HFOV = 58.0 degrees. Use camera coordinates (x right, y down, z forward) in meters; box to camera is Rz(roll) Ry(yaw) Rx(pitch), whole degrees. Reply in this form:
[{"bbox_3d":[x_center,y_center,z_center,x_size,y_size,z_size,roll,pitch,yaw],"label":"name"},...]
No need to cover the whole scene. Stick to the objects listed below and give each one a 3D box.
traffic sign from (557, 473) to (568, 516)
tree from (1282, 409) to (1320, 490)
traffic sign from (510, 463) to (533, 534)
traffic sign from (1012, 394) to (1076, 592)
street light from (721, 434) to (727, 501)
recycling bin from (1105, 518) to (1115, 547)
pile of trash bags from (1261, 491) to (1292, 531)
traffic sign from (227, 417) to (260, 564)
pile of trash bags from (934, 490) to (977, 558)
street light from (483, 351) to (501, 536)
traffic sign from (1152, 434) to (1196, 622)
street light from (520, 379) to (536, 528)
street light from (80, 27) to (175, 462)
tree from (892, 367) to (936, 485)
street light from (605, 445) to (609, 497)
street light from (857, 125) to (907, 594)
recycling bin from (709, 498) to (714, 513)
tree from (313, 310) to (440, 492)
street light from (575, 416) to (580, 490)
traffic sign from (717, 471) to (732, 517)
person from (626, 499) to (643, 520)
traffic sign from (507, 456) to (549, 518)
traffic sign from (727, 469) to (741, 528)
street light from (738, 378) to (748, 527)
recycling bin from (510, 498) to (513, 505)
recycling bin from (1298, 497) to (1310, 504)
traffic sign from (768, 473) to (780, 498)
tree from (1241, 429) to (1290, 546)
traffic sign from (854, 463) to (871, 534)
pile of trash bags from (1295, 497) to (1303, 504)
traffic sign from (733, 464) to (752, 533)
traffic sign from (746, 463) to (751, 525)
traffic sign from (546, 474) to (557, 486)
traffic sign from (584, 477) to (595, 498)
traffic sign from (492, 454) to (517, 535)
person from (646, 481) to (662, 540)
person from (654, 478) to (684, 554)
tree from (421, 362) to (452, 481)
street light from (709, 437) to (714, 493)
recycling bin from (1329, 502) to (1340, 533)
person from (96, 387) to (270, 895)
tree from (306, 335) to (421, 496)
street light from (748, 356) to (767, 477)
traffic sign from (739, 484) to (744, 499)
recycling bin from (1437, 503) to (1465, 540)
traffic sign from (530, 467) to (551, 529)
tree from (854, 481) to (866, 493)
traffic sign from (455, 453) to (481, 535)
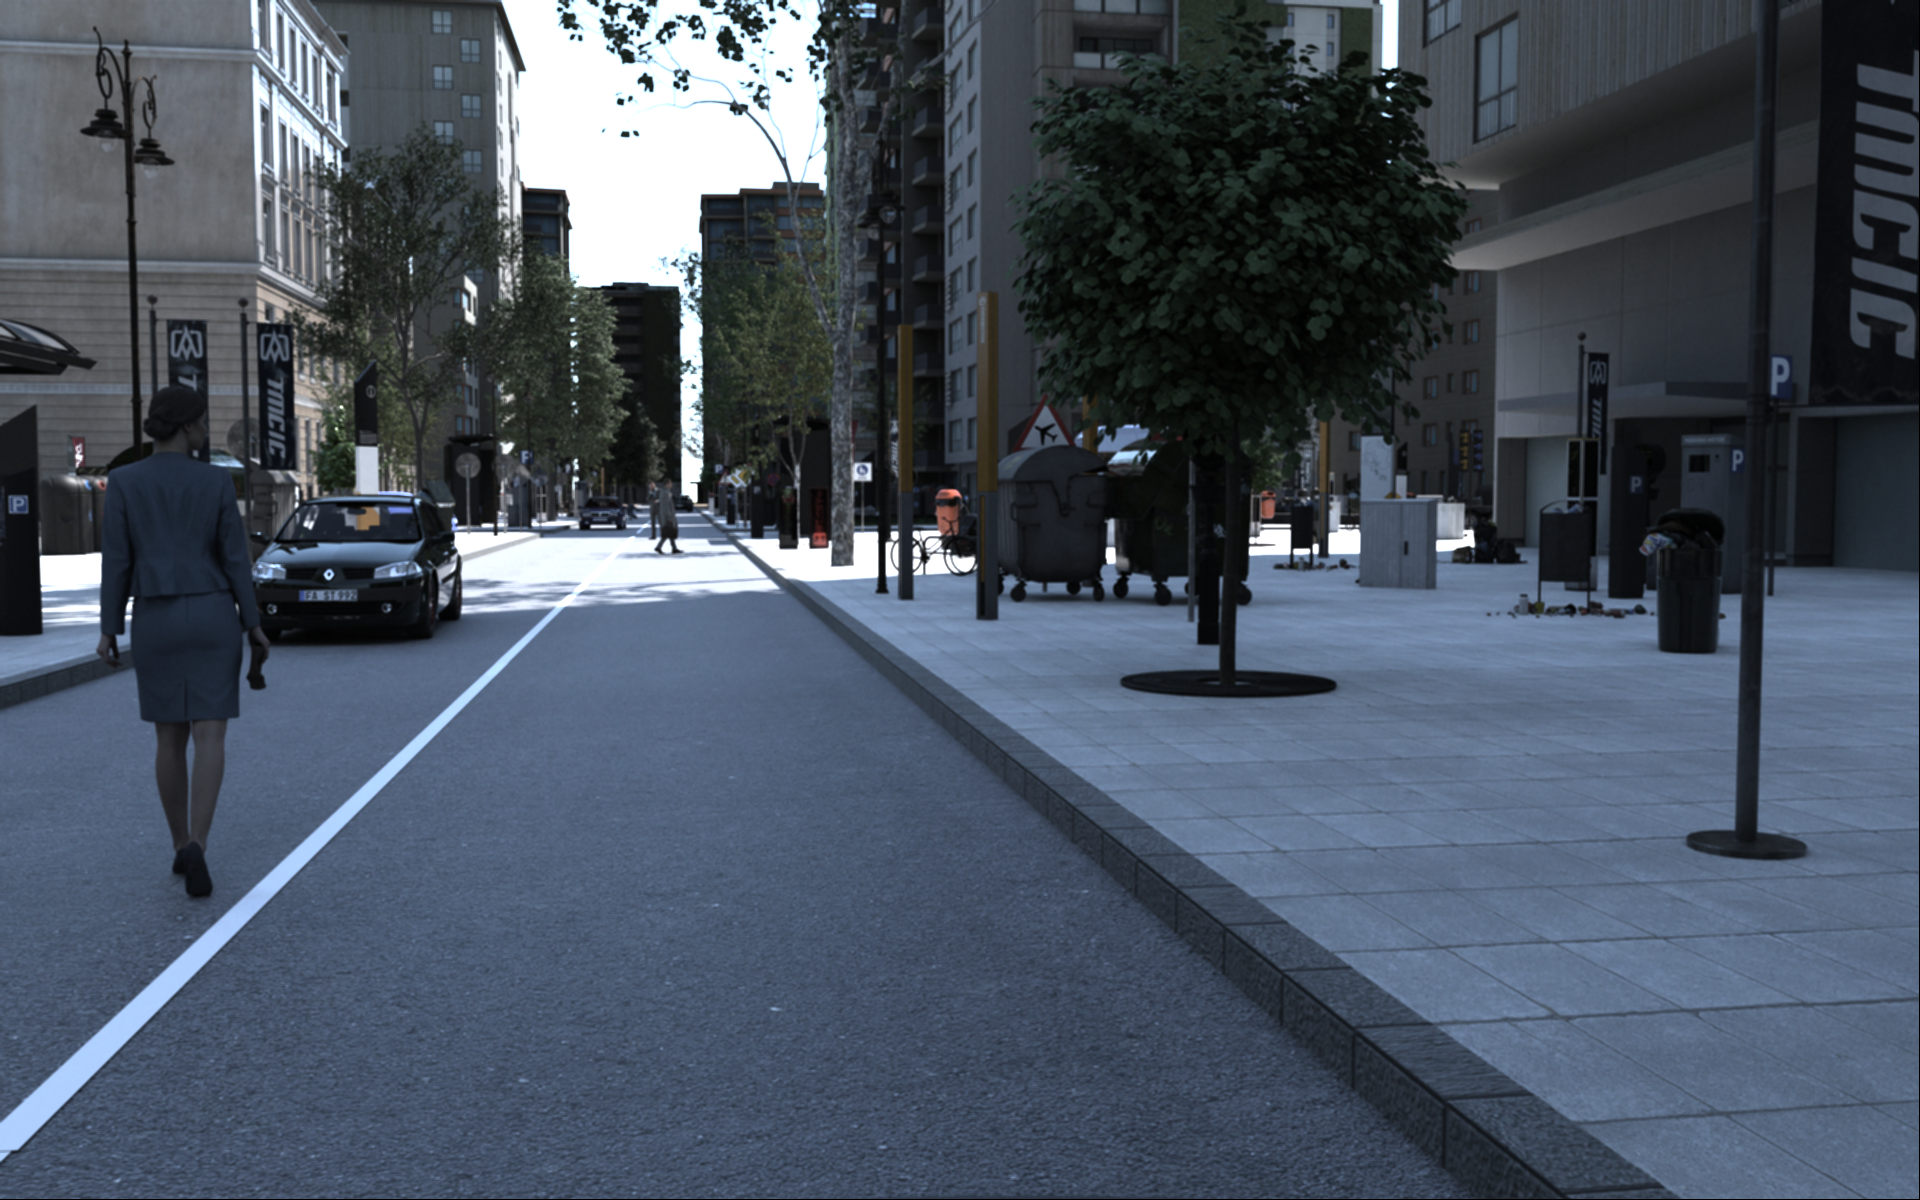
[{"bbox_3d":[-23.657,-6.288,102.920,0.768,2.556,0.104,0,4,-3],"label":"traffic sign"},{"bbox_3d":[17.218,-8.653,91.835,4.360,8.622,3.978,0,3,0],"label":"tree"},{"bbox_3d":[-14.269,-3.218,56.250,0.795,2.450,0.064,-1,4,-9],"label":"traffic sign"},{"bbox_3d":[1.110,-1.382,22.597,0.884,2.594,0.081,0,4,-6],"label":"traffic sign"},{"bbox_3d":[-14.145,-8.002,103.617,0.468,5.910,1.993,-1,4,-9],"label":"street light"},{"bbox_3d":[3.845,-1.804,42.048,0.722,1.027,0.722,-2,4,-35],"label":"recycling bin"},{"bbox_3d":[9.315,-2.998,58.768,3.447,1.369,1.912,-2,4,-30],"label":"pile of trash bags"},{"bbox_3d":[-11.749,-1.752,28.749,0.768,2.556,0.104,-1,4,-8],"label":"traffic sign"},{"bbox_3d":[0.602,-1.619,36.227,1.912,1.369,3.447,2,4,35],"label":"pile of trash bags"},{"bbox_3d":[-14.143,-4.881,52.591,0.468,5.910,1.993,-1,4,-9],"label":"street light"},{"bbox_3d":[2.319,-1.058,17.305,0.884,2.594,0.081,0,4,-3],"label":"traffic sign"},{"bbox_3d":[-16.048,-5.609,64.496,0.468,5.910,1.993,-1,4,-9],"label":"street light"},{"bbox_3d":[-8.471,-2.752,17.779,0.468,5.910,1.993,-1,4,-9],"label":"street light"},{"bbox_3d":[-3.451,-8.537,89.936,4.737,8.622,4.395,0,3,0],"label":"tree"},{"bbox_3d":[-27.403,-9.867,134.117,0.468,5.910,1.993,-1,4,-9],"label":"street light"},{"bbox_3d":[-1.008,-3.025,22.243,0.468,5.910,1.993,-1,4,-9],"label":"street light"},{"bbox_3d":[-16.908,-6.572,120.009,0.722,1.027,0.722,-3,5,-43],"label":"recycling bin"},{"bbox_3d":[-21.843,-6.989,64.634,4.737,8.622,4.395,0,3,0],"label":"tree"},{"bbox_3d":[-21.855,-7.737,99.285,0.468,5.910,1.993,-1,4,-9],"label":"street light"},{"bbox_3d":[-12.899,-5.821,95.182,0.884,2.594,0.081,0,4,-6],"label":"traffic sign"},{"bbox_3d":[-18.280,-5.038,96.366,1.012,1.151,0.738,2,4,34],"label":"person"},{"bbox_3d":[-23.027,-6.023,92.346,2.265,3.308,0.079,0,4,-3],"label":"traffic sign"},{"bbox_3d":[-8.397,-3.769,65.270,0.795,2.450,0.064,-1,4,-9],"label":"traffic sign"},{"bbox_3d":[-8.451,-5.823,67.994,0.468,5.910,1.993,-1,4,-9],"label":"street light"},{"bbox_3d":[-29.345,-6.247,114.699,0.722,1.027,0.722,0,4,-1],"label":"recycling bin"},{"bbox_3d":[25.399,-7.058,127.948,0.722,1.027,0.722,2,4,24],"label":"recycling bin"},{"bbox_3d":[-11.540,-6.556,107.301,0.768,2.556,0.104,0,4,-6],"label":"traffic sign"},{"bbox_3d":[7.462,-2.950,42.830,1.663,3.219,1.824,0,3,0],"label":"tree"},{"bbox_3d":[-3.163,-3.303,56.135,0.606,2.300,0.079,-1,4,-9],"label":"traffic sign"},{"bbox_3d":[13.982,-4.160,77.765,1.912,1.369,3.447,-3,4,-38],"label":"pile of trash bags"},{"bbox_3d":[-7.115,-3.287,57.388,0.795,2.450,0.064,-1,4,-9],"label":"traffic sign"},{"bbox_3d":[-8.590,-4.349,71.217,0.768,2.556,0.104,0,4,-3],"label":"traffic sign"},{"bbox_3d":[-21.202,-5.361,89.783,0.606,2.300,0.079,0,4,-5],"label":"traffic sign"},{"bbox_3d":[-27.301,-7.802,127.669,0.768,2.556,0.104,0,4,-2],"label":"traffic sign"},{"bbox_3d":[-14.391,-3.341,54.727,0.768,2.556,0.104,0,4,-6],"label":"traffic sign"},{"bbox_3d":[-9.550,-2.823,54.455,0.655,1.846,0.447,1,4,9],"label":"person"},{"bbox_3d":[-6.970,-2.011,41.486,0.767,1.812,0.694,-1,4,-18],"label":"person"},{"bbox_3d":[-28.566,-8.578,90.610,4.360,8.622,3.978,0,3,0],"label":"tree"},{"bbox_3d":[-19.857,-10.131,138.421,0.468,5.910,1.993,-1,4,-9],"label":"street light"},{"bbox_3d":[12.227,-2.747,57.471,0.722,1.027,0.722,1,4,16],"label":"recycling bin"},{"bbox_3d":[-2.850,0.136,6.305,0.581,1.822,0.654,-1,4,-8],"label":"person"},{"bbox_3d":[-27.217,-7.852,78.743,4.360,8.622,3.978,0,3,0],"label":"tree"},{"bbox_3d":[-6.617,-5.155,57.064,0.468,5.910,1.993,-1,4,-9],"label":"street light"},{"bbox_3d":[-13.288,-6.356,106.054,0.606,2.300,0.079,0,4,-2],"label":"traffic sign"},{"bbox_3d":[13.674,-2.209,48.670,0.722,1.027,0.722,-3,4,-37],"label":"recycling bin"},{"bbox_3d":[-15.551,-3.700,64.132,0.795,2.450,0.064,-1,4,-9],"label":"traffic sign"},{"bbox_3d":[-6.315,-6.588,102.307,1.663,3.219,1.824,0,3,0],"label":"tree"},{"bbox_3d":[-15.320,-3.293,53.955,0.768,2.556,0.104,0,4,-4],"label":"traffic sign"}]
